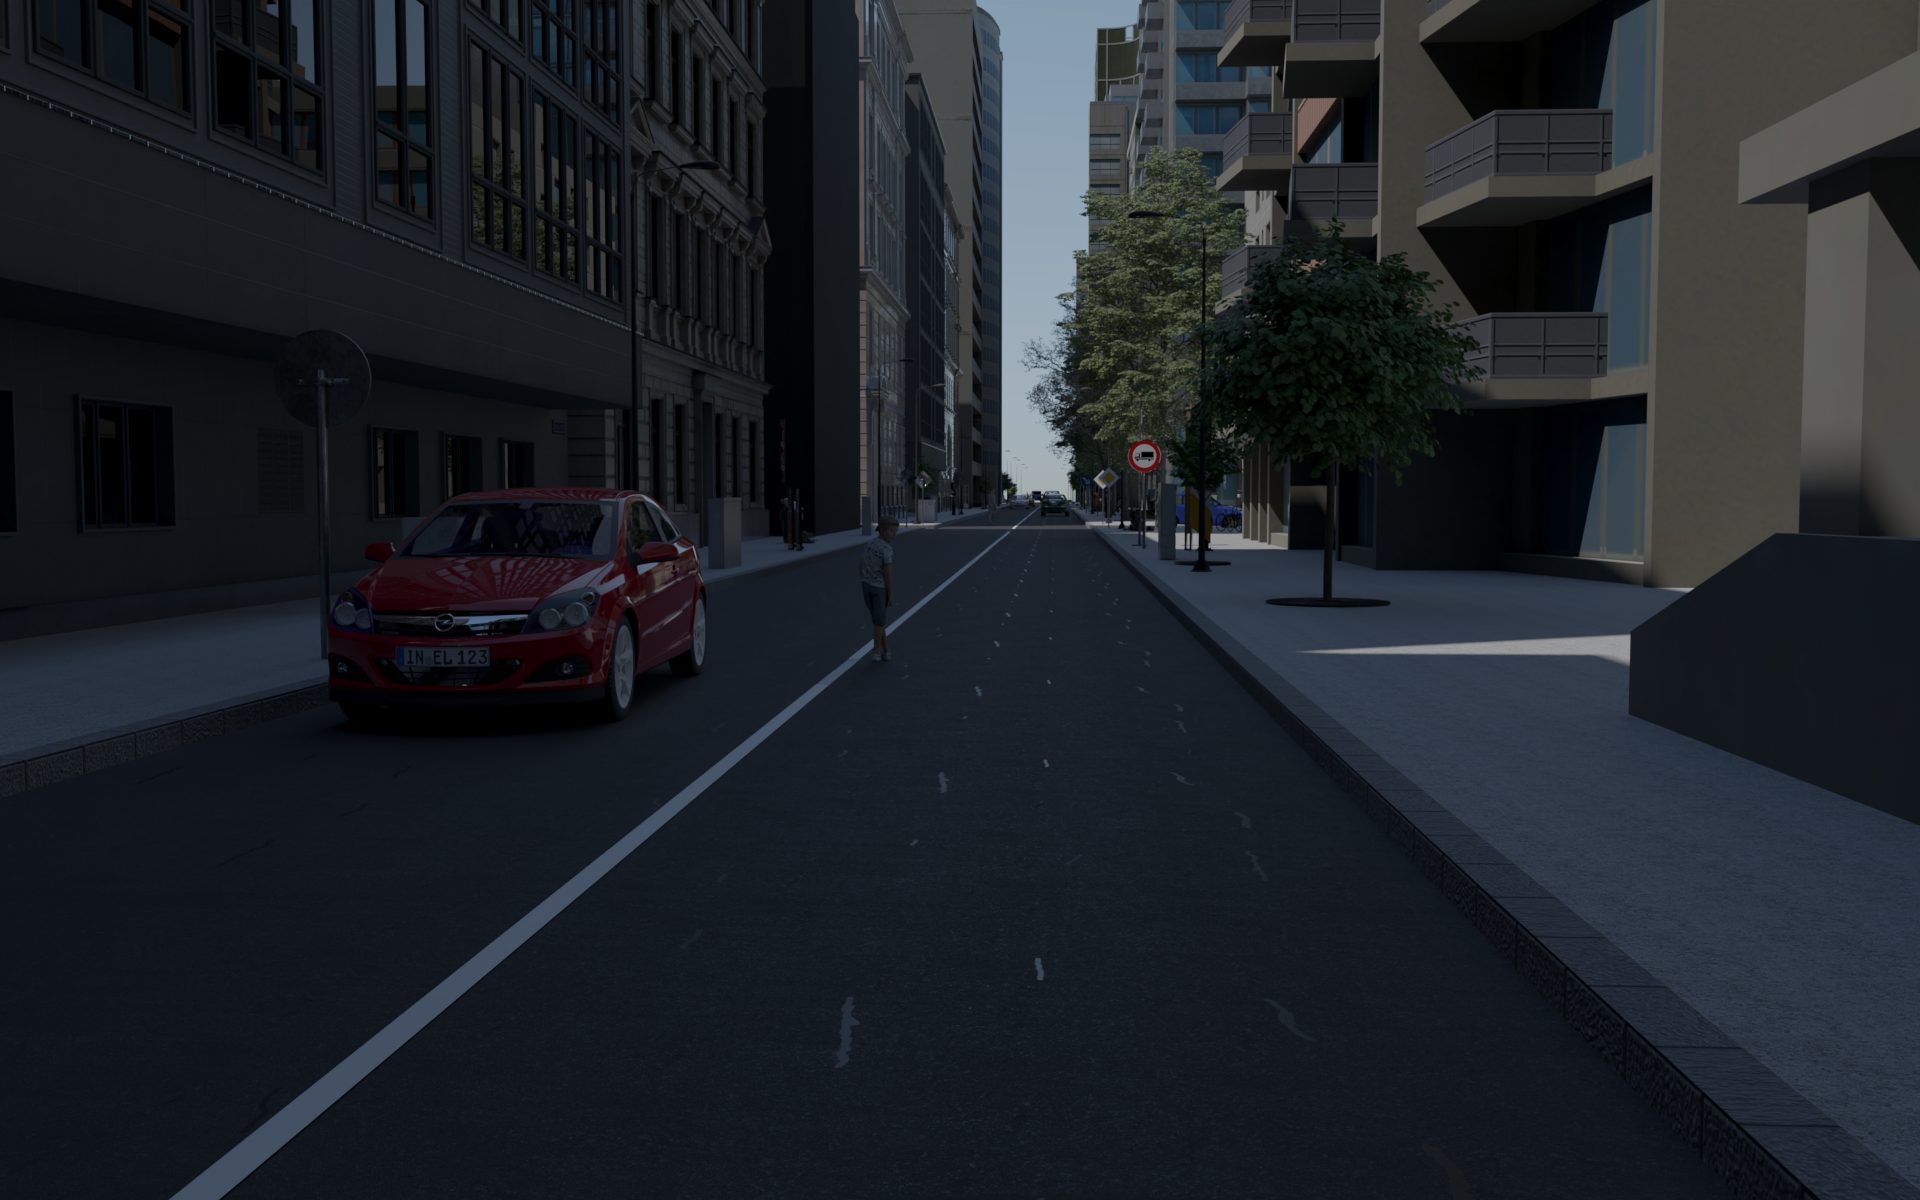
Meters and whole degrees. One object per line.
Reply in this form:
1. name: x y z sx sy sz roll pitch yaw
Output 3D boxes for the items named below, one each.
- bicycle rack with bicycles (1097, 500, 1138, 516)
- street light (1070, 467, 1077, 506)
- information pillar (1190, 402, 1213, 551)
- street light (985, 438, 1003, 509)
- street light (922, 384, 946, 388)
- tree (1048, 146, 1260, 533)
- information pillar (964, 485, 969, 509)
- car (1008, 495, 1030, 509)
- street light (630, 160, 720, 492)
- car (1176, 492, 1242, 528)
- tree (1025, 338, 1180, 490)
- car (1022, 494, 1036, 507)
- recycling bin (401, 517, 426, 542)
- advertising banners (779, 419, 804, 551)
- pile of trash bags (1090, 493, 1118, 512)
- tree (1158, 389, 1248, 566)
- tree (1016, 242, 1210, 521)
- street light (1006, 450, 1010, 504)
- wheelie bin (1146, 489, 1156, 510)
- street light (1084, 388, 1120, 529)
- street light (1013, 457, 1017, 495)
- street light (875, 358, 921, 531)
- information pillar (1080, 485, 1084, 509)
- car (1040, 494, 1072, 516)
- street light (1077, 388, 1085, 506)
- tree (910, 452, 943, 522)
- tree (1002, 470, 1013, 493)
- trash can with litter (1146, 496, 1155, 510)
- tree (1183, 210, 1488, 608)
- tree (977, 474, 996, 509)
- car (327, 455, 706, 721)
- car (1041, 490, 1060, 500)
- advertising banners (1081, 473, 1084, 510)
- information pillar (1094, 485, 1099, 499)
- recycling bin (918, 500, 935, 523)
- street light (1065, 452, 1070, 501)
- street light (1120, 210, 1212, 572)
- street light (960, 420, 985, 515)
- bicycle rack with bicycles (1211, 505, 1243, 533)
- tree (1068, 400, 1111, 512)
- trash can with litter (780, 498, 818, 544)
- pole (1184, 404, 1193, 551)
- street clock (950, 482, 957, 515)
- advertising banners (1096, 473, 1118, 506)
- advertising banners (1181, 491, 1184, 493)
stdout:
1. bicycle rack with bicycles: 9.266 -5.433 102.216 2.852 0.926 2.925 0 4 -7
2. street light: 7.974 -8.469 111.012 1.470 5.913 1.316 0 4 3
3. information pillar: 5.434 -2.911 38.952 0.504 3.616 0.183 -1 4 -18
4. street light: 2.774 -10.812 149.325 1.470 5.913 1.316 0 4 3
5. street light: -1.287 -6.158 73.229 1.470 5.913 1.316 0 4 3
6. tree: 6.803 -8.468 56.586 7.486 12.596 7.792 0 3 0
7. information pillar: 0.519 -8.713 146.952 0.304 2.012 0.304 -3 4 -36
8. car: 5.703 -9.449 166.845 2.083 1.381 4.827 0 4 1
9. street light: -4.035 -3.165 24.289 1.470 5.913 1.316 0 4 3
10. car: 9.608 -3.630 68.941 3.694 1.707 1.945 0 4 3
11. tree: 8.053 -9.824 95.029 8.767 10.594 7.601 -1 4 -13
12. car: 7.333 -11.004 190.137 2.015 1.641 3.980 0 4 3
13. recycling bin: -5.525 -0.375 18.691 0.722 1.027 0.722 1 4 13
14. advertising banners: -3.887 -2.668 39.813 0.090 3.025 2.074 -1 4 -19
15. pile of trash bags: 10.221 -7.031 124.703 1.912 1.369 3.447 1 4 23
16. tree: 4.339 -2.256 31.490 1.663 3.219 1.824 0 3 0
17. tree: 7.858 -10.555 82.941 12.009 13.543 11.850 0 3 0
18. street light: 4.648 -12.944 184.170 1.470 5.913 1.316 0 4 3
19. wheelie bin: 12.297 -6.289 110.732 0.980 1.594 0.693 -1 4 -18
20. street light: 5.408 -5.560 63.441 1.470 5.913 1.316 0 4 3
21. street light: 6.515 -15.079 219.080 1.470 5.913 1.316 0 4 3
22. street light: -2.231 -5.318 59.492 1.470 5.913 1.316 0 4 3
23. information pillar: 10.194 -8.606 145.195 0.304 2.012 0.304 0 4 -6
24. car: 6.241 -6.207 113.274 2.131 1.459 4.920 0 4 5
25. street light: 5.976 -6.308 75.676 1.470 5.913 1.316 0 4 3
26. tree: -1.585 -5.150 78.800 1.663 3.219 1.824 0 3 0
27. tree: 5.319 -14.742 224.752 4.285 4.588 4.351 0 3 0
28. trash can with litter: 12.091 -5.985 109.236 1.055 1.170 0.624 -3 5 -40
29. tree: 4.327 -2.223 20.062 4.285 4.588 4.351 0 3 0
30. tree: 2.324 -9.663 152.593 1.663 3.219 1.824 0 3 0
31. car: -2.973 -0.199 12.288 2.155 1.783 4.494 0 4 1
32. car: 9.570 -10.471 179.873 2.281 1.827 5.304 0 4 5
33. advertising banners: 9.936 -8.817 140.338 0.090 3.025 2.074 1 4 10
34. information pillar: 10.798 -8.104 136.985 0.304 2.012 0.304 -1 4 -9
35. recycling bin: -1.479 -3.919 76.635 0.722 1.027 0.722 0 4 2
36. street light: 10.329 -11.094 153.931 1.470 5.913 1.316 0 4 3
37. street light: 3.456 -3.423 28.511 1.470 5.913 1.316 0 4 3
38. street light: 0.628 -8.304 108.306 1.470 5.913 1.316 0 4 3
39. bicycle rack with bicycles: 8.945 -2.725 57.930 2.852 0.926 2.925 -1 4 -9
40. tree: 9.141 -10.472 121.577 4.737 8.622 4.395 0 3 0
41. trash can with litter: -4.182 -2.071 45.242 1.055 1.170 0.624 2 4 32
42. pole: 5.194 -2.779 39.281 0.158 3.312 0.155 0 3 0
43. street clock: -0.373 -6.114 104.527 0.358 2.002 0.471 2 4 31
44. advertising banners: 12.004 -8.852 140.916 2.074 3.025 0.090 -1 4 -19
45. advertising banners: 13.587 -6.659 105.066 0.090 3.025 2.074 0 4 -1
